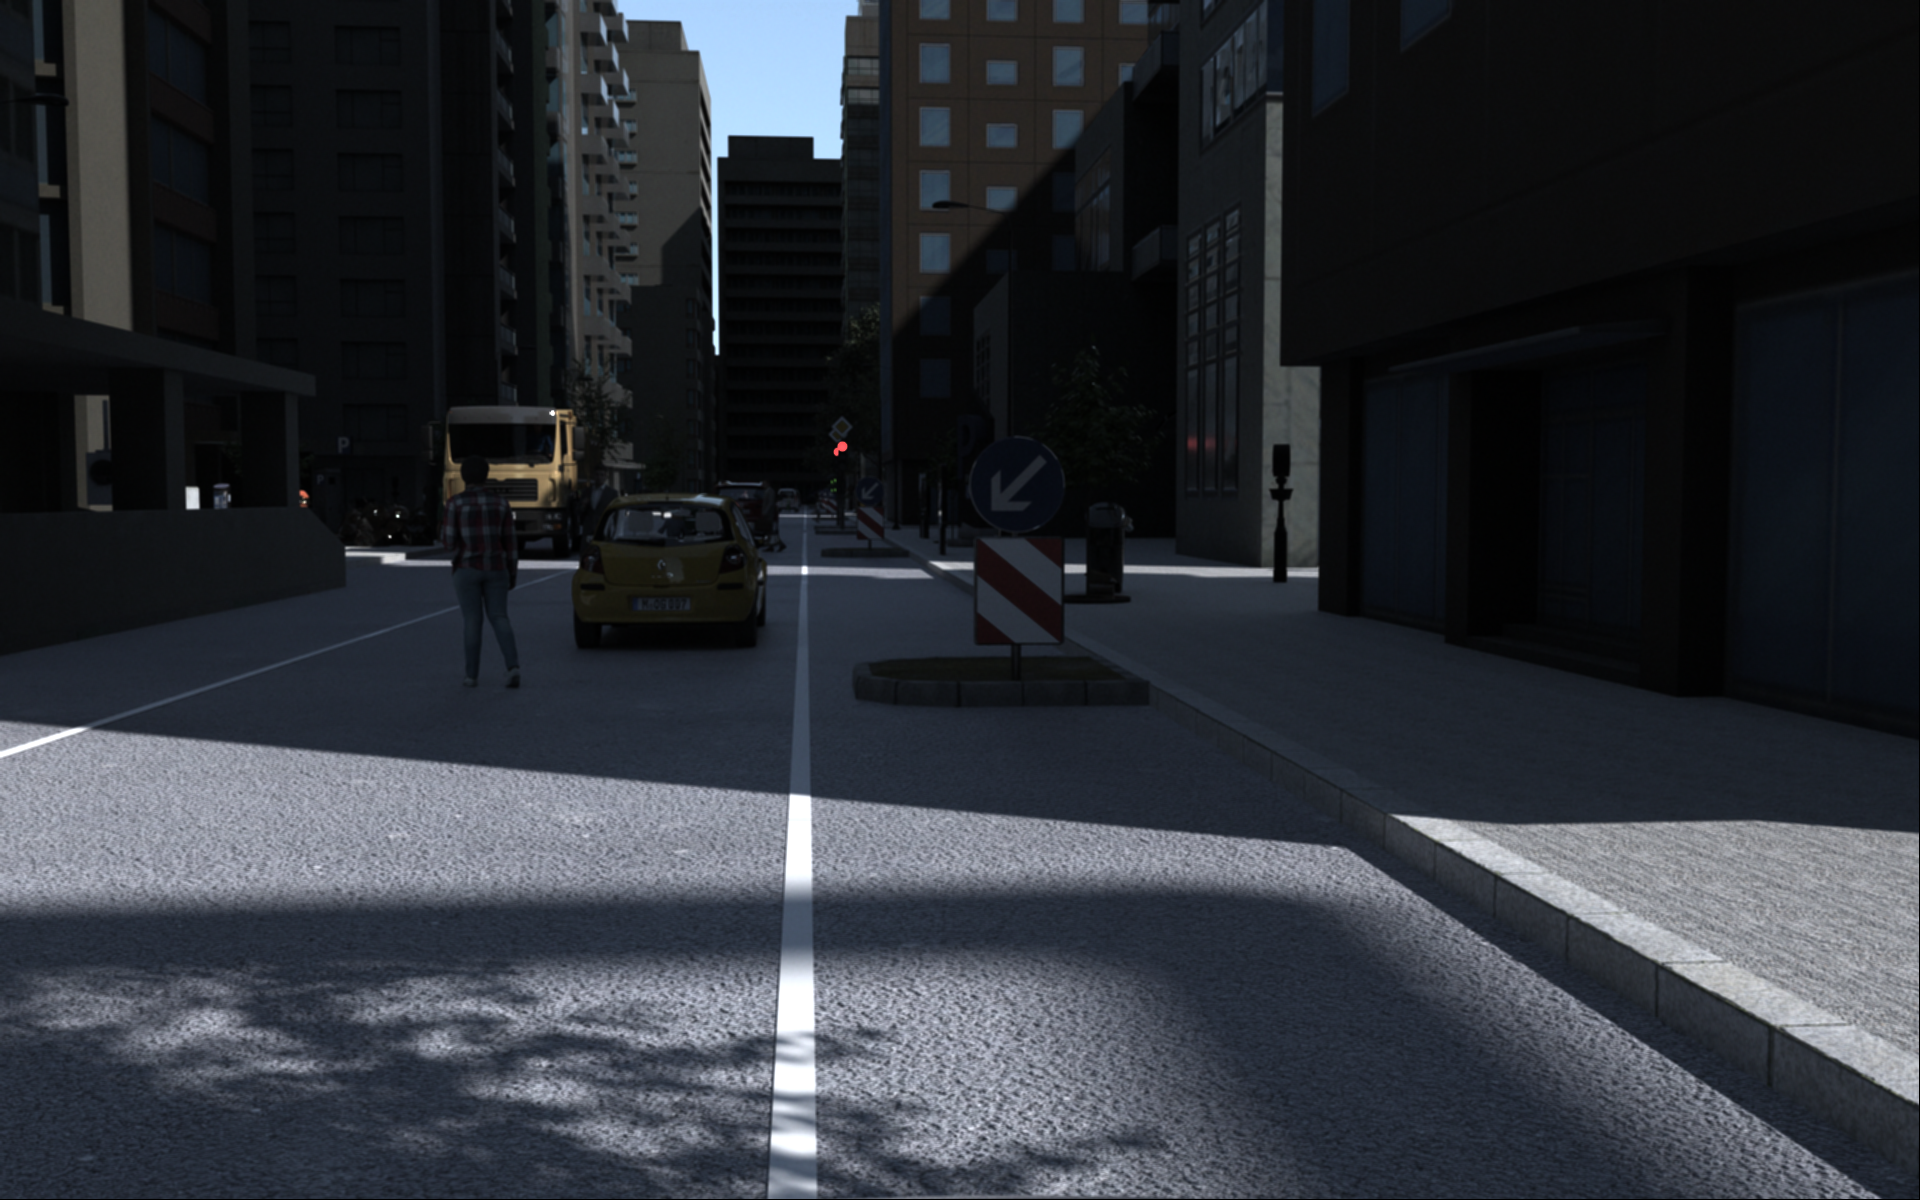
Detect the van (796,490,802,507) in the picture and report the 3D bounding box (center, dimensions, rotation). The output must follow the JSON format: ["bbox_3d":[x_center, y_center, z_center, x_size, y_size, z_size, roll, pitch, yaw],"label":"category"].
[{"bbox_3d":[-18.112,-11.031,187.366,2.013,2.044,4.112,0,4,-7],"label":"van"}]

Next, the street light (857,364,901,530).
[{"bbox_3d":[-2.831,-5.475,62.054,1.470,5.913,1.316,0,4,-5],"label":"street light"}]

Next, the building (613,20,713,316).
[{"bbox_3d":[-37.295,-34.137,181.848,21.300,48.544,21.600,0,4,-5],"label":"building"}]

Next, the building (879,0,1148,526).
[{"bbox_3d":[3.740,-26.069,76.343,14.200,45.320,14.600,0,4,-5],"label":"building"}]

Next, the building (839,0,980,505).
[{"bbox_3d":[-3.068,-54.552,204.600,22.319,86.520,31.000,0,4,-5],"label":"building"}]

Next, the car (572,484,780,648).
[{"bbox_3d":[-2.861,-0.452,17.615,2.015,1.641,3.980,0,4,-5],"label":"car"}]

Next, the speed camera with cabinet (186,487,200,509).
[{"bbox_3d":[-17.731,-2.727,38.917,0.660,3.252,2.038,0,4,-6],"label":"speed camera with cabinet"}]

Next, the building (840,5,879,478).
[{"bbox_3d":[-0.761,-33.979,175.157,23.786,49.044,30.456,0,4,-5],"label":"building"}]

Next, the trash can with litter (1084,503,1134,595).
[{"bbox_3d":[1.912,-0.667,22.290,0.624,1.170,1.055,0,4,7],"label":"trash can with litter"}]

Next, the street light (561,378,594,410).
[{"bbox_3d":[-15.297,-5.906,69.105,1.470,5.913,1.316,0,4,-5],"label":"street light"}]

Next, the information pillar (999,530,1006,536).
[{"bbox_3d":[0.953,-1.765,33.343,0.304,2.012,0.304,2,4,32],"label":"information pillar"}]

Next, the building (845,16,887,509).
[{"bbox_3d":[-3.092,-28.702,152.872,14.154,41.232,14.086,0,4,-5],"label":"building"}]

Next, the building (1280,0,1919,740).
[{"bbox_3d":[11.066,-22.111,11.630,14.600,45.320,14.200,0,4,-5],"label":"building"}]

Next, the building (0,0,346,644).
[{"bbox_3d":[-24.937,-19.901,17.261,32.217,40.220,23.993,0,4,-5],"label":"building"}]

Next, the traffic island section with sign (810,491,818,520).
[{"bbox_3d":[-7.133,-5.299,95.271,1.989,1.847,2.006,0,4,-5],"label":"traffic island section with sign"}]

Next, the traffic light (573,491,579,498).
[{"bbox_3d":[-15.471,-4.910,69.199,0.839,4.253,0.868,0,4,-5],"label":"traffic light"}]

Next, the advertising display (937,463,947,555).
[{"bbox_3d":[-0.379,-1.921,36.621,0.123,1.923,0.974,0,4,-7],"label":"advertising display"}]

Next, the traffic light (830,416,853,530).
[{"bbox_3d":[-4.244,-4.482,62.194,0.839,4.253,0.868,0,4,-5],"label":"traffic light"}]

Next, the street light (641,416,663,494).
[{"bbox_3d":[-18.365,-7.986,103.116,1.470,5.913,1.316,0,4,-5],"label":"street light"}]

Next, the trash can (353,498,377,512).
[{"bbox_3d":[-20.136,-2.874,58.648,0.748,1.137,0.748,0,3,0],"label":"trash can"}]

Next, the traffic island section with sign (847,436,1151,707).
[{"bbox_3d":[0.221,-0.243,12.605,1.989,1.847,2.006,0,4,-5],"label":"traffic island section with sign"}]

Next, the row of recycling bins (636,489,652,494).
[{"bbox_3d":[-24.090,-7.625,131.781,1.069,1.692,3.534,0,4,-2],"label":"row of recycling bins"}]

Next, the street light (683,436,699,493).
[{"bbox_3d":[-21.427,-10.084,137.419,1.470,5.913,1.316,0,4,-5],"label":"street light"}]

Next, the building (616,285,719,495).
[{"bbox_3d":[-36.893,-19.105,157.407,27.650,21.520,28.899,0,4,-5],"label":"building"}]

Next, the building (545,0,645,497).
[{"bbox_3d":[-32.530,-29.821,107.186,23.786,49.044,30.456,0,4,-5],"label":"building"}]

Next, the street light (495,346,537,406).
[{"bbox_3d":[-13.971,-5.007,54.407,1.470,5.913,1.316,0,4,-5],"label":"street light"}]

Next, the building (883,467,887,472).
[{"bbox_3d":[8.206,-32.677,123.512,28.713,52.752,27.495,0,4,-5],"label":"building"}]

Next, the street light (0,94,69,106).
[{"bbox_3d":[-11.058,-2.917,20.235,1.470,5.913,1.316,0,4,-5],"label":"street light"}]

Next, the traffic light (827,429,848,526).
[{"bbox_3d":[-4.952,-4.968,70.148,0.839,4.253,0.868,0,4,-5],"label":"traffic light"}]

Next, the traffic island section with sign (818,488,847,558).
[{"bbox_3d":[-2.212,-1.919,39.996,1.989,1.847,2.006,0,4,-5],"label":"traffic island section with sign"}]

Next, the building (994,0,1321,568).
[{"bbox_3d":[12.969,-44.703,43.563,22.319,86.520,31.000,0,4,-5],"label":"building"}]

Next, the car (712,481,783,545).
[{"bbox_3d":[-6.244,-2.515,49.798,2.281,1.827,5.304,0,4,-5],"label":"car"}]

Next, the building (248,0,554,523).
[{"bbox_3d":[-26.231,-24.017,76.280,14.154,41.232,14.086,0,4,-5],"label":"building"}]

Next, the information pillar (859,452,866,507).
[{"bbox_3d":[-5.399,-6.381,95.679,0.183,3.616,0.504,2,4,31],"label":"information pillar"}]

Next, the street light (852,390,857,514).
[{"bbox_3d":[-4.081,-6.403,77.225,1.470,5.913,1.316,0,4,-5],"label":"street light"}]

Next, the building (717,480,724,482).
[{"bbox_3d":[-43.459,-33.800,207.248,28.867,44.769,22.147,0,4,-5],"label":"building"}]

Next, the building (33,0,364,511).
[{"bbox_3d":[-34.543,-24.076,48.261,28.867,44.769,22.147,0,4,-5],"label":"building"}]

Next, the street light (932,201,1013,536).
[{"bbox_3d":[0.260,-3.369,27.626,1.470,5.913,1.316,0,4,-5],"label":"street light"}]

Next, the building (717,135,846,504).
[{"bbox_3d":[-22.021,-37.559,237.783,21.600,48.544,21.300,0,4,-5],"label":"building"}]

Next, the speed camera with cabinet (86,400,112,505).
[{"bbox_3d":[-18.603,-2.560,36.197,2.038,3.252,0.660,-1,4,-18],"label":"speed camera with cabinet"}]

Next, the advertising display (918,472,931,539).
[{"bbox_3d":[-1.032,-2.746,50.118,0.123,1.923,0.974,-1,4,-15],"label":"advertising display"}]

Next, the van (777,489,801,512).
[{"bbox_3d":[-13.607,-7.947,136.951,2.013,2.044,4.112,0,4,-3],"label":"van"}]
